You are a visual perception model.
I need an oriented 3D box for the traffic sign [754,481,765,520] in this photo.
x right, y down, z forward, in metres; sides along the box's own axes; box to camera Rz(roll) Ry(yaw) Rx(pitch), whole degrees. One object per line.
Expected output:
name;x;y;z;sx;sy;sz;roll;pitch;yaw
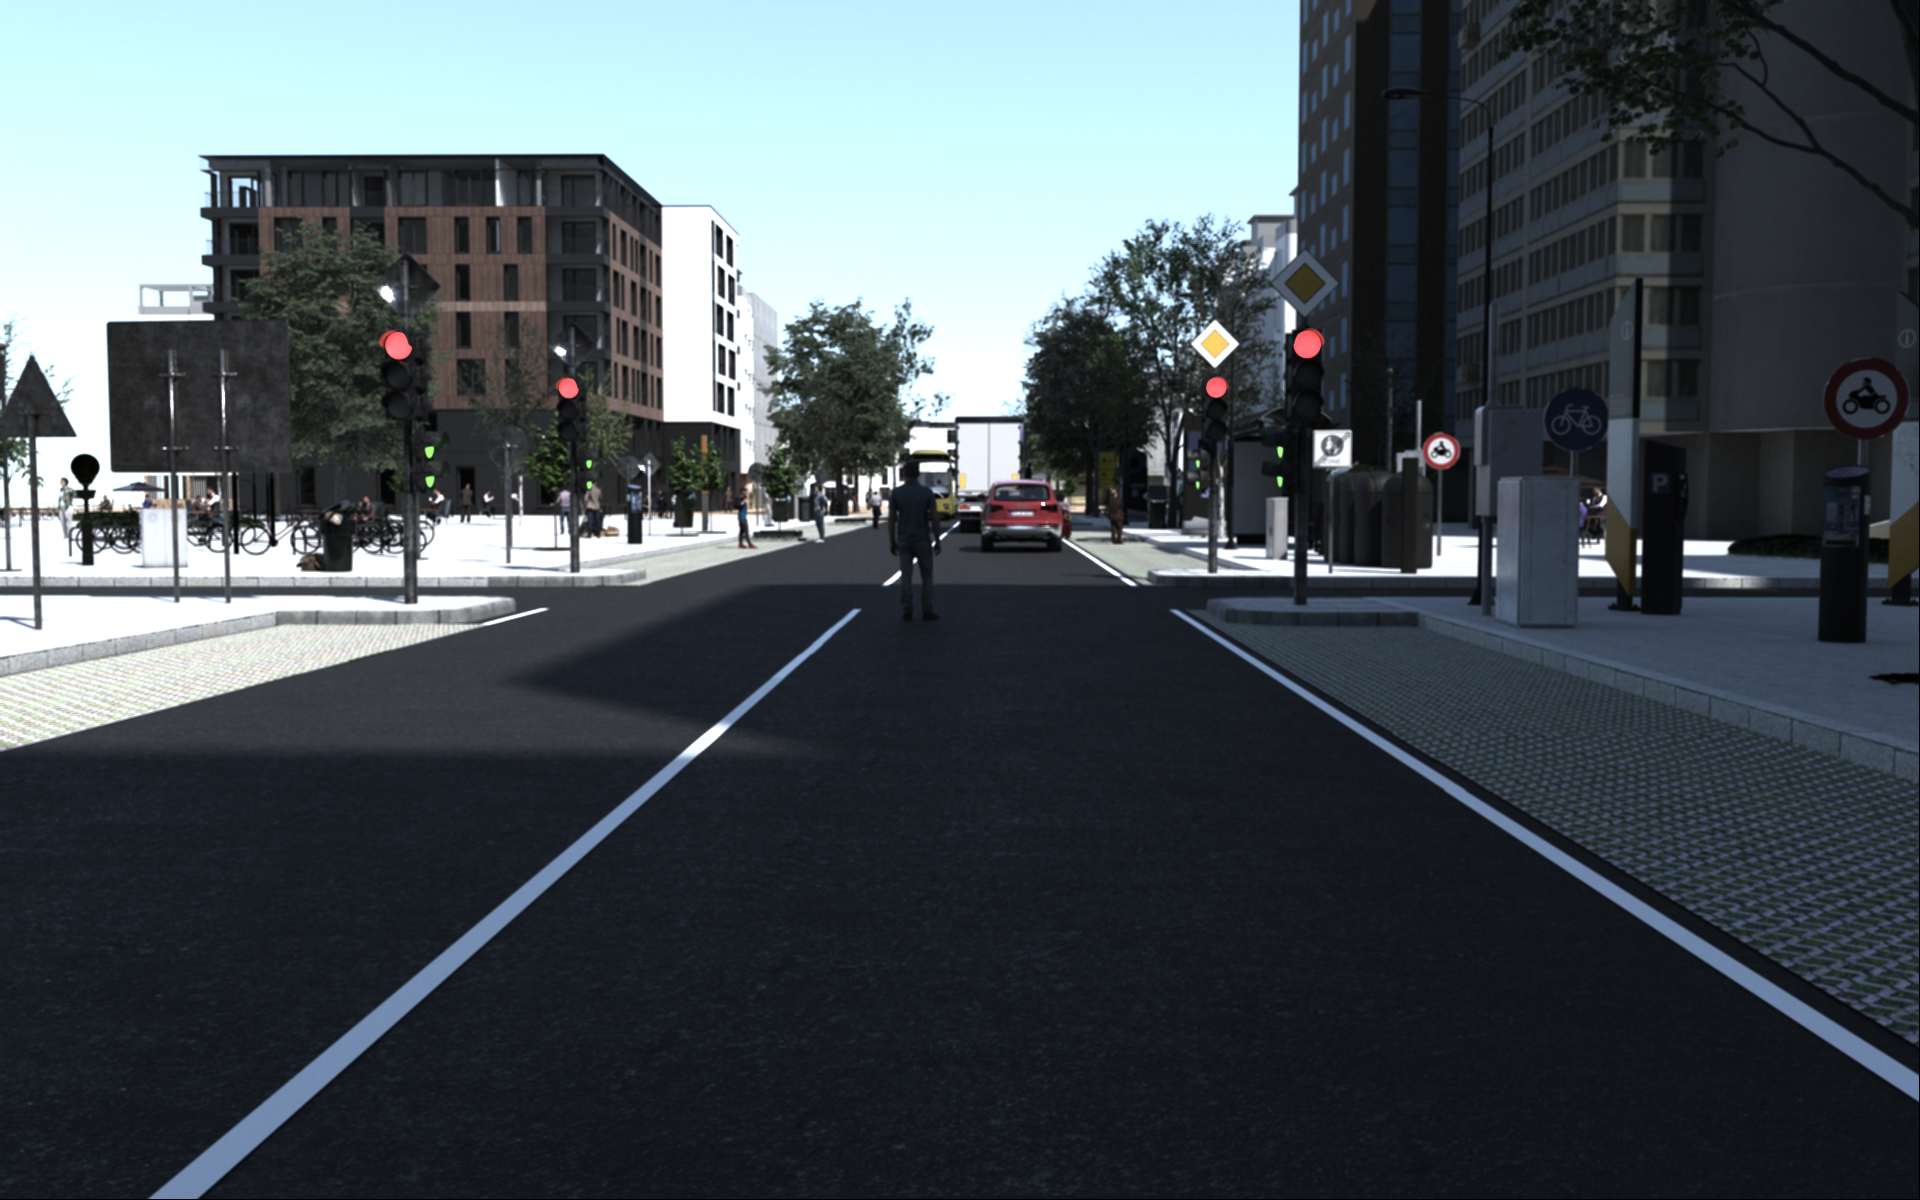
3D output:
traffic sign;-9.638;-5.177;84.646;0.884;2.594;0.081;0;4;5

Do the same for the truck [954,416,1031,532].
truck;1.329;-4.831;67.908;2.839;4.237;11.283;0;4;3

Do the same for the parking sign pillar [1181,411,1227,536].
parking sign pillar;7.586;-3.987;53.664;1.447;3.967;1.447;0;4;-4

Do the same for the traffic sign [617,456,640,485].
traffic sign;-10.982;-3.505;57.406;0.768;2.556;0.104;0;4;2

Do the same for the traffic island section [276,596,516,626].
traffic island section;-6.450;0.122;20.293;2.009;0.180;2.903;0;4;1

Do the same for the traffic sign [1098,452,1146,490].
traffic sign;7.767;-5.451;82.998;2.265;3.308;0.079;1;4;10

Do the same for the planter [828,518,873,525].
planter;-5.024;-3.591;79.850;1.991;0.319;1.994;0;4;1

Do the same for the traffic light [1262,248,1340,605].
traffic light;3.930;-1.900;19.984;0.839;4.253;0.868;0;4;1

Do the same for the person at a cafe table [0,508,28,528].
person at a cafe table;-36.904;-3.530;66.231;1.622;1.524;1.698;0;4;1

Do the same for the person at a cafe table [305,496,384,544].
person at a cafe table;-15.689;-2.082;44.902;1.698;1.238;1.726;2;4;24

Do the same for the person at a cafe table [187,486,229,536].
person at a cafe table;-23.754;-2.791;54.152;1.622;1.524;1.698;-3;4;-37

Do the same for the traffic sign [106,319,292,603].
traffic sign;-8.929;-1.618;20.322;2.265;3.308;0.079;0;4;7

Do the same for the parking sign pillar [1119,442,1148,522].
parking sign pillar;8.096;-5.654;80.922;1.447;3.967;1.447;-1;4;-18

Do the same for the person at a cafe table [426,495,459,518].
person at a cafe table;-27.956;-5.057;93.544;1.698;1.238;1.726;-1;4;-18

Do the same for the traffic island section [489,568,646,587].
traffic island section;-6.302;-0.367;28.277;2.009;0.180;2.903;0;4;1

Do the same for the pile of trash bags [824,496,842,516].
pile of trash bags;-8.405;-5.633;101.855;3.447;1.369;1.912;0;4;-3

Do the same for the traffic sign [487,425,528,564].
traffic sign;-8.343;-1.946;31.925;0.768;2.556;0.104;0;4;6

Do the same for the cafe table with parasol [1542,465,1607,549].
cafe table with parasol;14.060;-2.222;41.190;2.610;1.966;2.610;1;4;12

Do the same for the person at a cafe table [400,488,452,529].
person at a cafe table;-19.727;-3.408;64.242;1.622;1.524;1.698;-2;4;-31

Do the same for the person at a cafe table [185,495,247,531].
person at a cafe table;-26.188;-3.050;60.728;1.726;1.238;1.698;0;4;-4

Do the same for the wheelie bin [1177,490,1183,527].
wheelie bin;8.887;-3.631;67.276;0.693;1.594;0.980;2;4;31

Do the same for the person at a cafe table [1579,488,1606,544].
person at a cafe table;16.231;-2.228;44.939;1.622;1.524;1.698;-1;4;-14

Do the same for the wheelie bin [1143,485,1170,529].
wheelie bin;7.169;-3.389;63.316;0.980;1.594;0.693;0;4;-1

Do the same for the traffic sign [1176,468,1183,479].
traffic sign;10.810;-5.220;85.356;0.884;2.594;0.081;1;4;9

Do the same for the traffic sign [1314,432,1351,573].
traffic sign;5.989;-1.578;27.929;0.606;2.300;0.079;1;4;11

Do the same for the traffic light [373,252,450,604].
traffic light;-6.410;-1.911;20.158;0.839;4.253;0.868;0;4;1

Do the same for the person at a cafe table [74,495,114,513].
person at a cafe table;-44.691;-4.812;89.536;1.726;1.238;1.698;-2;4;-35

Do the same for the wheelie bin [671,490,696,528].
wheelie bin;-10.514;-3.560;66.109;0.980;1.594;0.693;-3;5;-43

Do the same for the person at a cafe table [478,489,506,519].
person at a cafe table;-23.795;-4.895;88.541;1.622;1.524;1.698;-1;4;-16

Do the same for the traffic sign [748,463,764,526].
traffic sign;-8.214;-4.286;70.175;0.768;2.556;0.104;0;4;3

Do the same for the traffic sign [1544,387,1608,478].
traffic sign;7.350;-1.262;20.744;0.768;2.556;0.104;0;4;3

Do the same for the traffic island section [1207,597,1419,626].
traffic island section;3.970;0.134;20.097;2.009;0.180;2.903;0;4;1

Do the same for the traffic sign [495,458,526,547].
traffic sign;-10.869;-2.552;41.827;0.768;2.556;0.104;0;4;3

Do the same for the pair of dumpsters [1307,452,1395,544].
pair of dumpsters;9.413;-2.408;41.869;1.574;2.255;4.437;0;4;1

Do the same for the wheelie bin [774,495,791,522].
wheelie bin;-8.231;-4.380;79.519;0.980;1.594;0.693;0;4;2

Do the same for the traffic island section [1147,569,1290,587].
traffic island section;4.117;-0.355;28.081;2.009;0.180;2.903;0;4;1

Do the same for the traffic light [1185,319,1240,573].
traffic light;4.077;-2.388;27.968;0.839;4.253;0.868;0;4;1

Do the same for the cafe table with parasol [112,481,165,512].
cafe table with parasol;-44.352;-5.424;93.547;2.610;1.966;2.610;0;4;0

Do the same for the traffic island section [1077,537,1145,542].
traffic island section;4.569;-1.831;52.799;1.991;0.108;1.994;0;4;1

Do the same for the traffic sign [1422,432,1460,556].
traffic sign;9.939;-2.187;35.868;0.768;2.556;0.104;0;4;1

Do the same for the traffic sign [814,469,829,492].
traffic sign;-7.141;-5.455;89.290;0.768;2.556;0.104;1;4;10

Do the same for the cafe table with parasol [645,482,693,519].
cafe table with parasol;-14.932;-5.176;89.496;2.610;1.966;2.610;0;4;8

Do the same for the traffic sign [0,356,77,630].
traffic sign;-8.719;-0.997;16.311;0.884;2.594;0.081;1;4;10

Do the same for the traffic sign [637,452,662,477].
traffic sign;-9.712;-3.324;54.087;0.795;2.593;0.064;0;4;5

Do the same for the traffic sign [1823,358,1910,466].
traffic sign;8.482;-0.990;16.296;0.768;2.556;0.104;0;4;7

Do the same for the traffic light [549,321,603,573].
traffic light;-6.263;-2.399;28.142;0.839;4.253;0.868;0;4;1

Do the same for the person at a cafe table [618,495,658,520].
person at a cafe table;-15.903;-4.644;86.791;1.698;1.238;1.726;2;4;26

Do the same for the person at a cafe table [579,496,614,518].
person at a cafe table;-19.872;-5.248;94.311;1.622;1.524;1.698;-2;4;-29
